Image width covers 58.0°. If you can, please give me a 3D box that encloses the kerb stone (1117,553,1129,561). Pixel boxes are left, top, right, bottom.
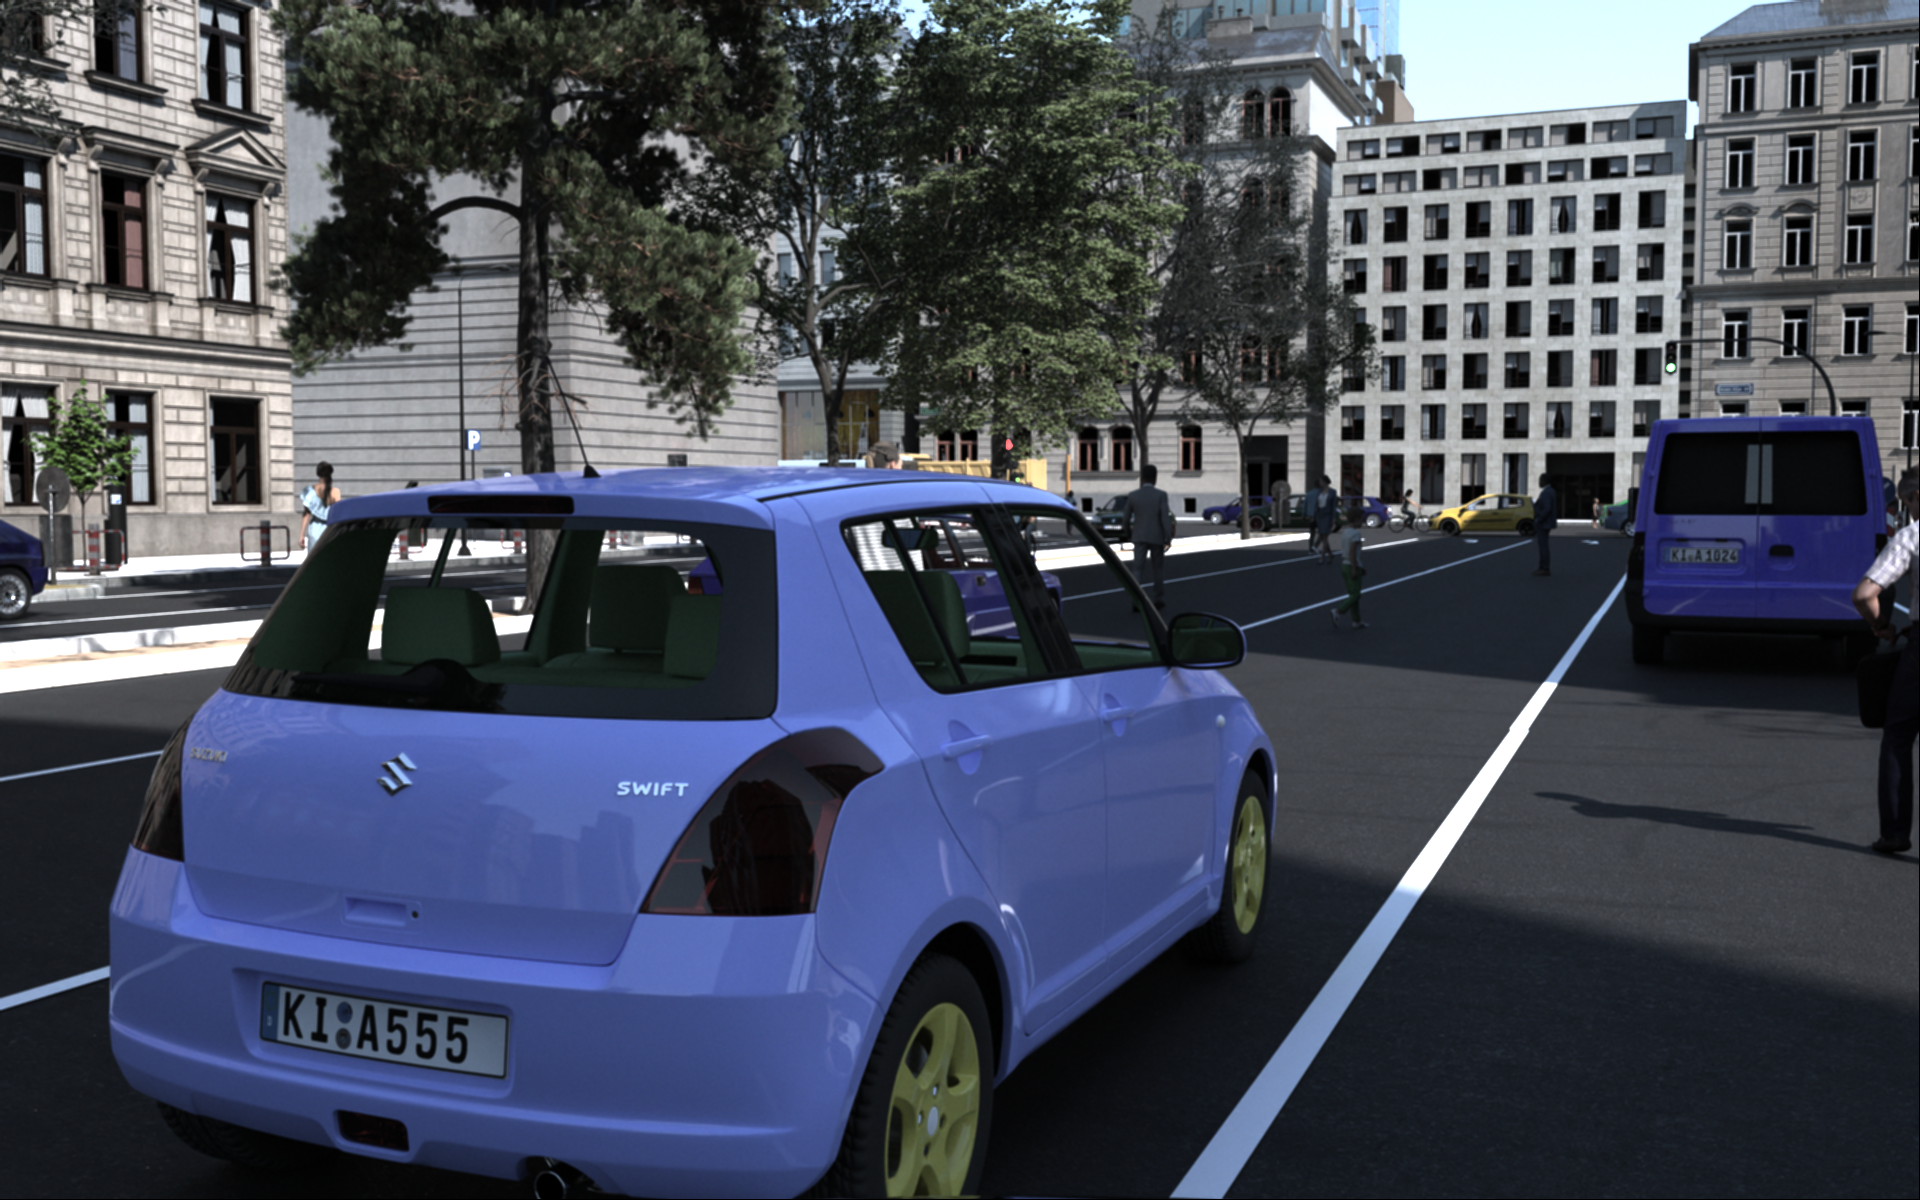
[{"bbox_3d":[3.354,-0.909,37.059,0.120,0.150,1.000,1,4,23],"label":"kerb stone"}]

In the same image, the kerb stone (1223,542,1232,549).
[{"bbox_3d":[6.924,-1.431,45.595,0.120,0.150,1.000,1,4,23],"label":"kerb stone"}]

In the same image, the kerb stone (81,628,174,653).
[{"bbox_3d":[-7.728,0.379,15.994,0.120,0.150,1.000,1,4,23],"label":"kerb stone"}]

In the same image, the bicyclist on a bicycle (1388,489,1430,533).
[{"bbox_3d":[16.778,-3.330,64.459,1.625,1.676,1.499,1,4,21],"label":"bicyclist on a bicycle"}]

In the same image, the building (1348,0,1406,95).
[{"bbox_3d":[52.590,-57.766,257.150,31.000,86.520,22.319,1,4,23],"label":"building"}]

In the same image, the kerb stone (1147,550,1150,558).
[{"bbox_3d":[4.136,-1.025,38.958,0.120,0.150,1.000,1,4,23],"label":"kerb stone"}]

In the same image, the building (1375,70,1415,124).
[{"bbox_3d":[40.558,-32.804,186.455,14.600,45.320,14.200,1,4,23],"label":"building"}]

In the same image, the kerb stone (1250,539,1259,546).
[{"bbox_3d":[8.113,-1.605,48.439,0.120,0.150,1.000,1,4,23],"label":"kerb stone"}]

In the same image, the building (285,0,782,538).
[{"bbox_3d":[-19.000,-13.136,56.580,24.055,21.916,13.314,1,4,23],"label":"building"}]

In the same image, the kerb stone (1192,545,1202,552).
[{"bbox_3d":[5.730,-1.257,42.751,0.120,0.150,1.000,1,4,23],"label":"kerb stone"}]

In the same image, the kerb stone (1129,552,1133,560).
[{"bbox_3d":[3.751,-0.964,38.006,0.120,0.150,1.000,1,4,23],"label":"kerb stone"}]

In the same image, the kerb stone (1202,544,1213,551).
[{"bbox_3d":[6.127,-1.315,43.700,0.120,0.150,1.000,1,4,23],"label":"kerb stone"}]

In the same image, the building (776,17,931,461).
[{"bbox_3d":[-15.342,-20.250,108.572,29.804,29.767,11.434,1,4,23],"label":"building"}]

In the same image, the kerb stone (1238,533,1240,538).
[{"bbox_3d":[8.950,-2.057,55.880,0.120,0.150,1.000,1,4,23],"label":"kerb stone"}]

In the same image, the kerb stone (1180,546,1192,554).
[{"bbox_3d":[5.340,-1.198,41.802,0.120,0.150,1.000,1,4,23],"label":"kerb stone"}]

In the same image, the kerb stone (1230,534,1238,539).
[{"bbox_3d":[8.544,-2.000,54.937,0.120,0.150,1.000,1,4,23],"label":"kerb stone"}]

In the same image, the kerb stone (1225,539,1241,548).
[{"bbox_3d":[7.309,-1.487,46.549,0.120,0.150,1.000,1,4,23],"label":"kerb stone"}]

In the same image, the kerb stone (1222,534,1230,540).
[{"bbox_3d":[8.154,-1.944,53.985,0.120,0.150,1.000,1,4,23],"label":"kerb stone"}]

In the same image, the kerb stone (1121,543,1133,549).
[{"bbox_3d":[4.163,-1.361,44.454,0.120,0.150,1.000,1,4,23],"label":"kerb stone"}]

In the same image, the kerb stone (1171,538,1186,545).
[{"bbox_3d":[6.153,-1.653,49.225,0.120,0.150,1.000,1,4,23],"label":"kerb stone"}]

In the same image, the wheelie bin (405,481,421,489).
[{"bbox_3d":[-13.308,-2.101,42.252,0.693,1.594,0.980,0,4,-2],"label":"wheelie bin"}]

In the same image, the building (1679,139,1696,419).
[{"bbox_3d":[103.052,-37.530,237.310,21.600,48.544,21.300,1,4,23],"label":"building"}]

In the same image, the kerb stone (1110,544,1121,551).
[{"bbox_3d":[3.768,-1.299,43.507,0.120,0.150,1.000,1,4,23],"label":"kerb stone"}]

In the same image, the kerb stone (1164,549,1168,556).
[{"bbox_3d":[4.542,-1.083,39.903,0.120,0.150,1.000,1,4,23],"label":"kerb stone"}]

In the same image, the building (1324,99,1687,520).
[{"bbox_3d":[28.560,-14.414,90.413,16.860,20.320,10.420,1,4,23],"label":"building"}]

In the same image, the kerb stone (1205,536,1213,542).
[{"bbox_3d":[7.361,-1.828,52.087,0.120,0.150,1.000,1,4,23],"label":"kerb stone"}]

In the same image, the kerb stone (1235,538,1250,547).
[{"bbox_3d":[7.713,-1.547,47.492,0.120,0.150,1.000,1,4,23],"label":"kerb stone"}]

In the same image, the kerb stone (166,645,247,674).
[{"bbox_3d":[-6.174,0.485,14.264,0.120,0.150,1.000,1,4,23],"label":"kerb stone"}]

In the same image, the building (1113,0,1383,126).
[{"bbox_3d":[27.994,-33.492,167.206,23.786,49.044,30.456,1,4,23],"label":"building"}]

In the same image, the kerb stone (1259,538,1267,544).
[{"bbox_3d":[8.509,-1.657,49.400,0.120,0.150,1.000,1,4,23],"label":"kerb stone"}]

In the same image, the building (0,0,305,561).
[{"bbox_3d":[-22.562,-10.223,31.782,10.561,19.102,19.286,1,4,23],"label":"building"}]

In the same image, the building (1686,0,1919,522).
[{"bbox_3d":[48.118,-17.452,82.598,25.104,27.353,12.463,1,4,23],"label":"building"}]

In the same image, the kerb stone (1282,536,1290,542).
[{"bbox_3d":[9.701,-1.838,52.251,0.120,0.150,1.000,1,4,23],"label":"kerb stone"}]

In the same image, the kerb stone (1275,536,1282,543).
[{"bbox_3d":[9.309,-1.780,51.302,0.120,0.150,1.000,1,4,23],"label":"kerb stone"}]

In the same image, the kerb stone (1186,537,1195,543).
[{"bbox_3d":[6.555,-1.706,50.181,0.120,0.150,1.000,1,4,23],"label":"kerb stone"}]

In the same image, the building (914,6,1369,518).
[{"bbox_3d":[10.228,-19.093,99.566,23.554,28.519,14.401,1,4,23],"label":"building"}]

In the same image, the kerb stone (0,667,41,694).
[{"bbox_3d":[-6.970,0.601,12.367,0.120,0.150,1.000,1,4,23],"label":"kerb stone"}]

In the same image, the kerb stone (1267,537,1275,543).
[{"bbox_3d":[8.912,-1.715,50.356,0.120,0.150,1.000,1,4,23],"label":"kerb stone"}]

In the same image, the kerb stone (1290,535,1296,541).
[{"bbox_3d":[10.095,-1.896,53.200,0.120,0.150,1.000,1,4,23],"label":"kerb stone"}]

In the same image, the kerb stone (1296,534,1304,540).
[{"bbox_3d":[10.498,-1.954,54.145,0.120,0.150,1.000,1,4,23],"label":"kerb stone"}]

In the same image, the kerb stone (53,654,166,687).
[{"bbox_3d":[-6.575,0.543,13.314,0.120,0.150,1.000,1,4,23],"label":"kerb stone"}]

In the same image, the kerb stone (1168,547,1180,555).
[{"bbox_3d":[4.937,-1.135,40.850,0.120,0.150,1.000,1,4,23],"label":"kerb stone"}]

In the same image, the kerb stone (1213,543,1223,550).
[{"bbox_3d":[6.522,-1.371,44.650,0.120,0.150,1.000,1,4,23],"label":"kerb stone"}]

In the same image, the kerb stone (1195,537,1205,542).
[{"bbox_3d":[6.962,-1.770,51.139,0.120,0.150,1.000,1,4,23],"label":"kerb stone"}]

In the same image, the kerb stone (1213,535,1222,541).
[{"bbox_3d":[7.756,-1.886,53.034,0.120,0.150,1.000,1,4,23],"label":"kerb stone"}]

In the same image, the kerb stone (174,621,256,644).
[{"bbox_3d":[-7.335,0.324,16.943,0.120,0.150,1.000,1,4,23],"label":"kerb stone"}]

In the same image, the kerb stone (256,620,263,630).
[{"bbox_3d":[-6.929,0.264,17.885,0.120,0.150,1.000,1,4,23],"label":"kerb stone"}]

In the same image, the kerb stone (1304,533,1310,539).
[{"bbox_3d":[10.888,-2.012,55.099,0.120,0.150,1.000,1,4,23],"label":"kerb stone"}]

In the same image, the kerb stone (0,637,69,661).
[{"bbox_3d":[-8.125,0.437,15.043,0.120,0.150,1.000,1,4,23],"label":"kerb stone"}]
